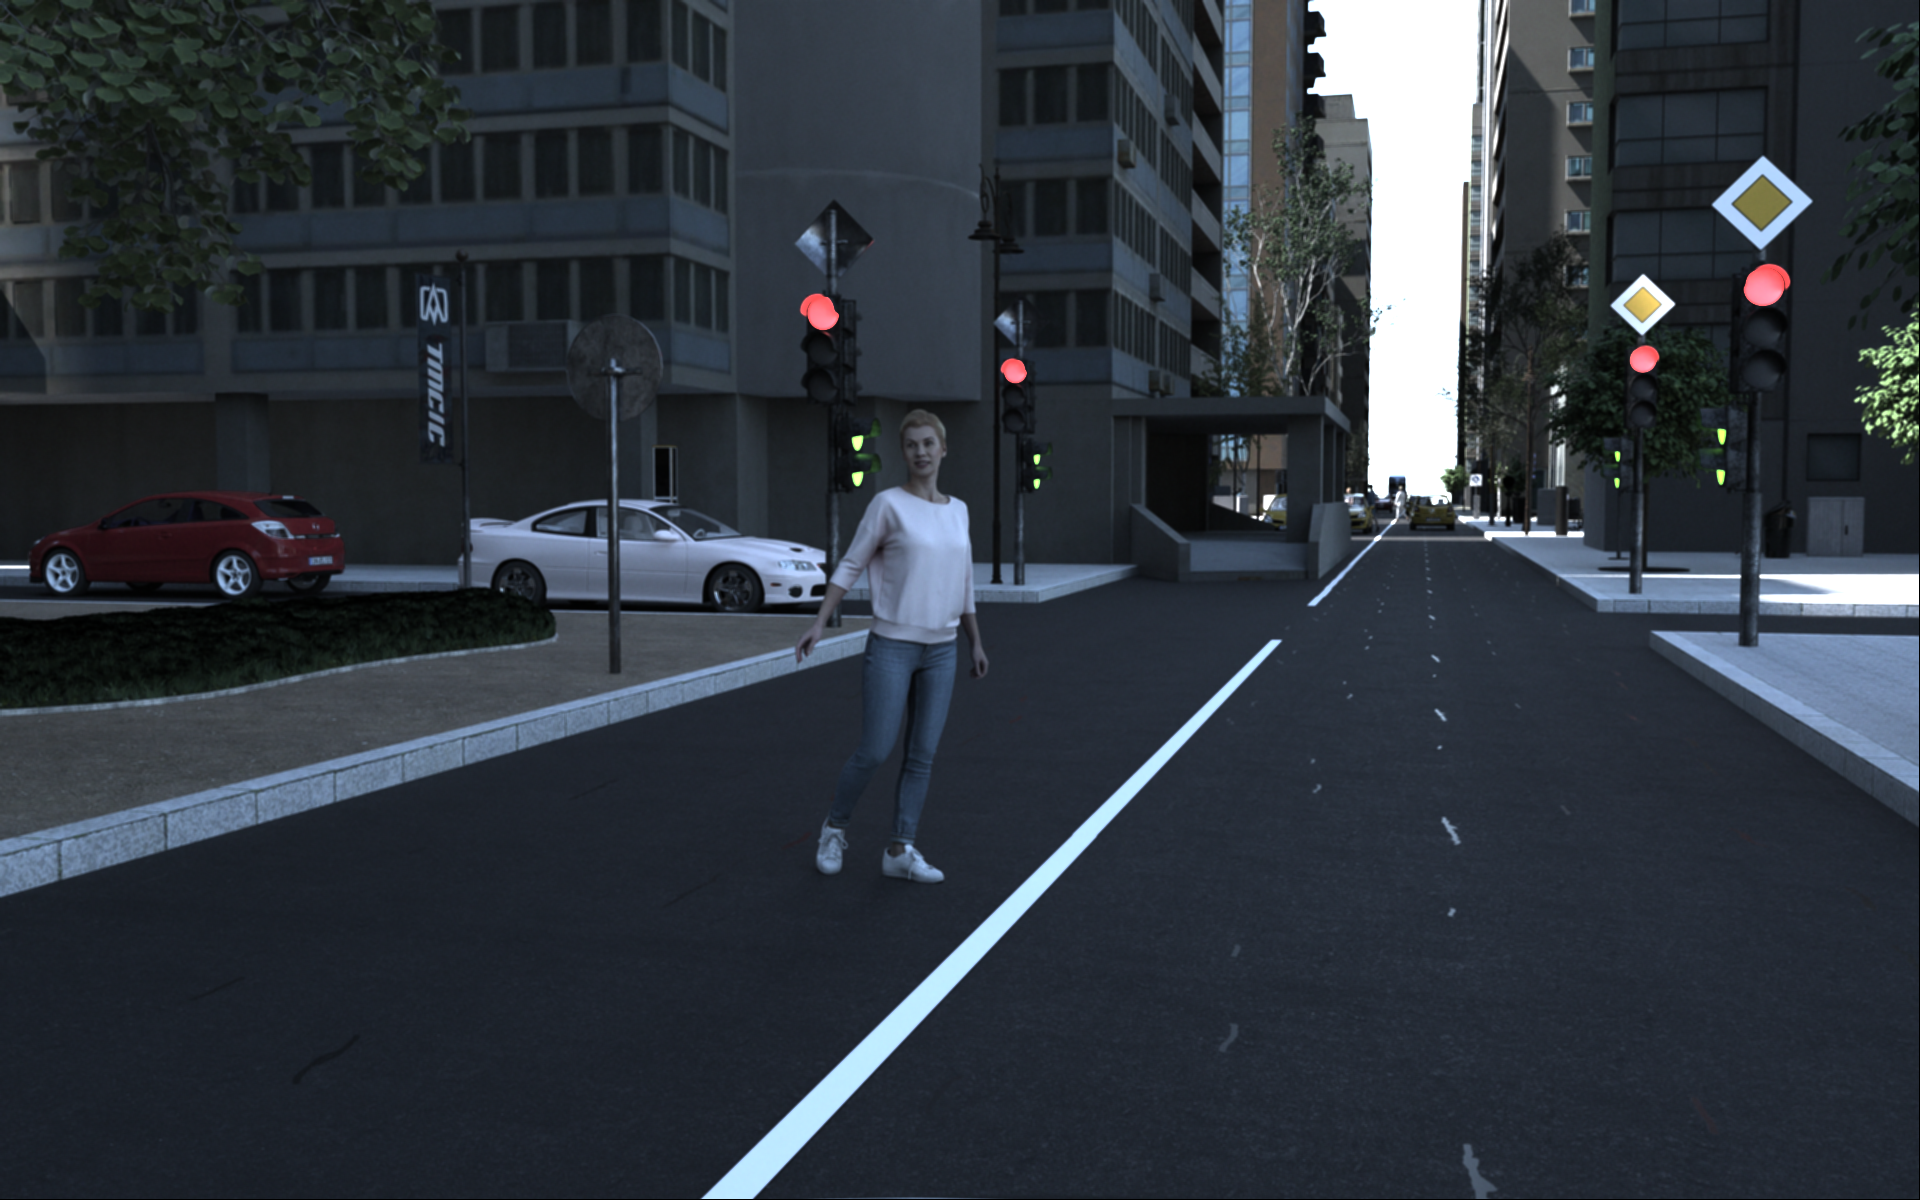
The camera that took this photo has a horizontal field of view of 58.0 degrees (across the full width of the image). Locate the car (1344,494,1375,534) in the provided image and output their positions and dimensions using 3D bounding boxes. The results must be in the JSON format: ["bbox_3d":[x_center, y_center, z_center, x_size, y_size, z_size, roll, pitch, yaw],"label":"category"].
[{"bbox_3d":[14.209,-3.260,63.530,2.015,1.641,3.980,1,4,16],"label":"car"}]

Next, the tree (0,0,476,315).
[{"bbox_3d":[-5.097,-5.415,6.662,7.486,12.596,7.792,0,3,0],"label":"tree"}]

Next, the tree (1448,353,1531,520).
[{"bbox_3d":[26.644,-8.297,86.024,4.360,8.622,3.978,0,3,0],"label":"tree"}]

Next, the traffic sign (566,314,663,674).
[{"bbox_3d":[-2.469,-0.747,12.320,0.768,2.556,0.104,1,4,18],"label":"traffic sign"}]

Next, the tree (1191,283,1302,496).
[{"bbox_3d":[10.051,-6.793,61.427,4.737,8.622,4.395,0,3,0],"label":"tree"}]

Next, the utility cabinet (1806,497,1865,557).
[{"bbox_3d":[17.847,-1.478,35.319,1.020,1.237,0.306,1,4,20],"label":"utility cabinet"}]

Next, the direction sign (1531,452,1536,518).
[{"bbox_3d":[30.830,-6.207,93.485,0.379,3.537,0.876,-1,4,-10],"label":"direction sign"}]

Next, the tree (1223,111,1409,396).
[{"bbox_3d":[16.322,-14.243,88.762,12.611,20.169,13.585,0,3,0],"label":"tree"}]

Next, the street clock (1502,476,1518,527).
[{"bbox_3d":[21.665,-3.904,68.408,0.471,2.002,0.358,1,4,22],"label":"street clock"}]

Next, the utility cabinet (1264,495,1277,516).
[{"bbox_3d":[16.063,-4.784,89.377,0.306,1.237,1.020,-2,4,-24],"label":"utility cabinet"}]

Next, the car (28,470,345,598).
[{"bbox_3d":[-11.012,-0.950,24.575,4.494,1.783,2.155,1,4,14],"label":"car"}]

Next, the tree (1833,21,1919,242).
[{"bbox_3d":[5.737,-1.469,7.724,4.285,4.588,4.351,0,3,0],"label":"tree"}]

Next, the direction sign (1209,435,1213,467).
[{"bbox_3d":[6.979,-3.533,49.767,0.379,3.537,0.876,-2,4,-27],"label":"direction sign"}]

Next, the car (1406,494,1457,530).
[{"bbox_3d":[19.060,-3.654,69.971,2.015,1.641,3.980,1,4,13],"label":"car"}]

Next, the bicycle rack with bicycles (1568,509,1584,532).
[{"bbox_3d":[22.199,-2.813,59.370,2.925,0.926,2.852,2,4,34],"label":"bicycle rack with bicycles"}]

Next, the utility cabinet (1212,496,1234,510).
[{"bbox_3d":[8.995,-2.873,58.135,1.020,1.237,0.306,0,4,1],"label":"utility cabinet"}]

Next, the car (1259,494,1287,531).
[{"bbox_3d":[10.102,-2.574,52.305,2.015,1.641,3.980,1,4,16],"label":"car"}]

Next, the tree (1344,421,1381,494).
[{"bbox_3d":[39.031,-13.430,169.940,4.360,8.622,3.978,0,3,0],"label":"tree"}]

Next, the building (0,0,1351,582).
[{"bbox_3d":[-7.758,-21.212,38.704,32.217,40.220,23.993,1,4,15],"label":"building"}]

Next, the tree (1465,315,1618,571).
[{"bbox_3d":[11.502,-2.761,28.856,4.285,4.588,4.351,0,3,0],"label":"tree"}]

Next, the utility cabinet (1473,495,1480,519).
[{"bbox_3d":[26.377,-4.724,88.404,0.306,1.237,1.020,1,4,20],"label":"utility cabinet"}]

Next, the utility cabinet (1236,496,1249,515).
[{"bbox_3d":[8.955,-2.677,54.936,0.306,1.237,1.020,0,4,5],"label":"utility cabinet"}]

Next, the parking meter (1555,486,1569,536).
[{"bbox_3d":[18.454,-2.732,53.087,0.372,1.533,0.369,0,3,0],"label":"parking meter"}]

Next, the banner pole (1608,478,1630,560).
[{"bbox_3d":[12.940,-2.698,34.134,0.401,3.779,0.863,0,4,1],"label":"banner pole"}]

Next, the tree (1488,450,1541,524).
[{"bbox_3d":[24.174,-4.931,75.222,1.663,3.219,1.824,0,3,0],"label":"tree"}]

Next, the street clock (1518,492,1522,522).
[{"bbox_3d":[25.033,-4.478,77.784,0.358,2.002,0.471,2,4,27],"label":"street clock"}]

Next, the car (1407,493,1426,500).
[{"bbox_3d":[36.314,-7.779,136.776,1.945,1.707,3.694,1,4,13],"label":"car"}]

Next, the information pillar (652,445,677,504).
[{"bbox_3d":[-4.473,-1.333,26.292,0.304,2.012,0.304,0,4,6],"label":"information pillar"}]

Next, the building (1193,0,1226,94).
[{"bbox_3d":[-1.203,-27.258,69.366,21.300,48.544,21.600,1,4,15],"label":"building"}]

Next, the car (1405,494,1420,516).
[{"bbox_3d":[30.288,-6.355,114.130,2.015,1.641,3.980,1,4,16],"label":"car"}]

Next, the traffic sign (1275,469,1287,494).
[{"bbox_3d":[13.258,-4.227,71.237,0.606,2.300,0.079,1,4,19],"label":"traffic sign"}]

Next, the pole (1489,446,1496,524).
[{"bbox_3d":[22.562,-4.865,73.382,0.158,3.312,0.155,0,3,0],"label":"pole"}]

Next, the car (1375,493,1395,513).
[{"bbox_3d":[32.578,-7.645,134.029,2.155,1.783,4.494,1,4,14],"label":"car"}]

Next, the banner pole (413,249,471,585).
[{"bbox_3d":[-5.202,-1.687,17.604,0.401,3.779,0.863,2,4,29],"label":"banner pole"}]

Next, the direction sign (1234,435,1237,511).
[{"bbox_3d":[8.453,-3.745,53.226,0.379,3.537,0.876,0,4,6],"label":"direction sign"}]

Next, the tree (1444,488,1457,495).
[{"bbox_3d":[56.300,-12.482,198.682,1.663,3.219,1.824,0,3,0],"label":"tree"}]

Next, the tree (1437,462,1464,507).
[{"bbox_3d":[50.149,-11.747,175.770,4.285,4.588,4.351,0,3,0],"label":"tree"}]

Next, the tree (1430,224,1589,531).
[{"bbox_3d":[19.906,-7.650,59.484,7.601,10.594,8.767,0,4,6],"label":"tree"}]

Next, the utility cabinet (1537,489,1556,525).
[{"bbox_3d":[23.942,-3.748,69.957,1.173,1.500,0.318,2,4,34],"label":"utility cabinet"}]

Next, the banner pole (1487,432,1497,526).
[{"bbox_3d":[21.646,-4.909,70.287,0.401,3.779,0.863,1,4,23],"label":"banner pole"}]

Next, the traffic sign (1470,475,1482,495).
[{"bbox_3d":[26.906,-5.395,90.340,0.606,2.300,0.079,2,4,24],"label":"traffic sign"}]

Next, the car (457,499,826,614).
[{"bbox_3d":[-3.814,-0.551,21.378,4.827,1.381,2.083,1,4,15],"label":"car"}]

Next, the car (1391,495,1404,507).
[{"bbox_3d":[49.978,-11.336,197.921,1.945,1.354,3.894,1,4,15],"label":"car"}]
